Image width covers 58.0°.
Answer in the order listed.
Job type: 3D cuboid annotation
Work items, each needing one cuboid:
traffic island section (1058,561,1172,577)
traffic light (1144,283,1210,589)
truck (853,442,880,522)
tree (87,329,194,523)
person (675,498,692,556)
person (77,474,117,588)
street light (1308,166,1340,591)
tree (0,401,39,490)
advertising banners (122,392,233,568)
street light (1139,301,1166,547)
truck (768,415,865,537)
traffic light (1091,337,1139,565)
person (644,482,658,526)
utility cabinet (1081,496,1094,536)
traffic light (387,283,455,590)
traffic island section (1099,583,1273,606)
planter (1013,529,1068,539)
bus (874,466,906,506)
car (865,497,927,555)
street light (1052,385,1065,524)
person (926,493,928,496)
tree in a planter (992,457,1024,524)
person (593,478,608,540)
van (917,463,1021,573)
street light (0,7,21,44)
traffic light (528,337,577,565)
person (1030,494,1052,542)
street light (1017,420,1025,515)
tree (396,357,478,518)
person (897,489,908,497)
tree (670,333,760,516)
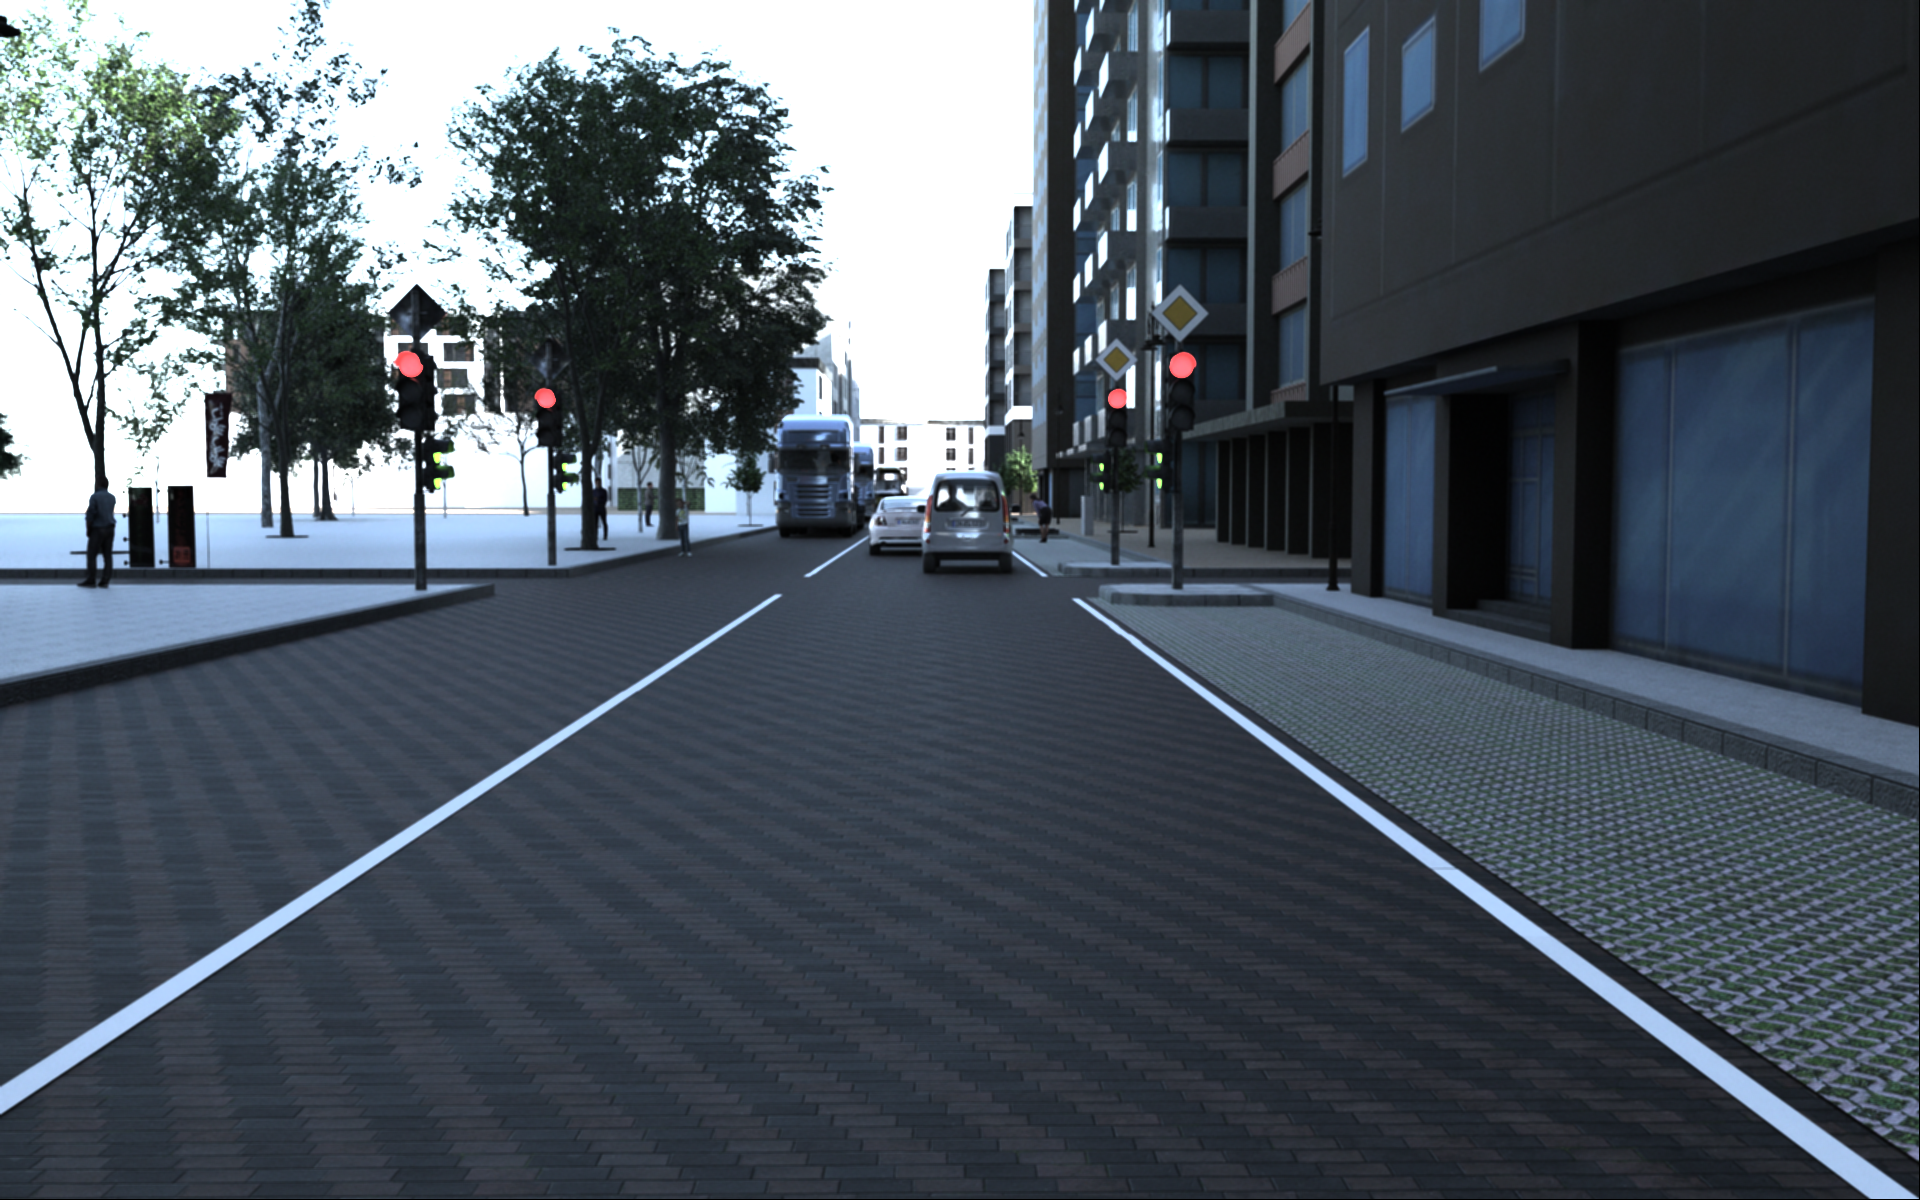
[{"bbox_3d":[2.831,-0.555,31.362,2.009,0.180,2.903,0,4,-1],"label":"traffic island section"},{"bbox_3d":[2.914,-2.100,23.263,0.839,4.253,0.868,0,4,-1],"label":"traffic light"},{"bbox_3d":[-5.892,-6.493,95.911,2.967,4.110,18.799,0,4,-2],"label":"truck"},{"bbox_3d":[-35.703,-7.703,76.314,4.737,8.622,4.395,0,3,0],"label":"tree"},{"bbox_3d":[-6.368,-1.684,39.936,0.435,1.345,0.340,1,4,9],"label":"person"},{"bbox_3d":[-11.789,-0.945,23.704,0.499,1.552,0.429,-3,5,-41],"label":"person"},{"bbox_3d":[4.965,-3.064,22.885,0.468,5.910,1.993,0,4,-1],"label":"street light"},{"bbox_3d":[-49.795,-7.177,80.252,11.467,7.101,20.602,-2,4,-23],"label":"tree"},{"bbox_3d":[-13.540,-2.069,30.011,2.074,3.025,0.090,0,4,8],"label":"advertising banners"},{"bbox_3d":[4.625,-4.213,41.664,0.468,5.910,1.993,0,4,-1],"label":"street light"},{"bbox_3d":[-5.002,-4.584,64.710,2.967,4.110,18.799,0,4,-2],"label":"truck"},{"bbox_3d":[2.791,-2.589,31.247,0.839,4.253,0.868,0,4,-1],"label":"traffic light"},{"bbox_3d":[-12.246,-3.831,69.207,0.750,1.759,0.617,-1,4,-16],"label":"person"},{"bbox_3d":[3.973,-2.616,53.938,0.306,1.237,1.020,0,4,-2],"label":"utility cabinet"},{"bbox_3d":[-7.206,-2.090,23.092,0.839,4.253,0.868,0,4,-1],"label":"traffic light"},{"bbox_3d":[2.954,-0.067,23.377,2.009,0.180,2.903,0,4,-1],"label":"traffic island section"},{"bbox_3d":[2.450,-2.133,56.017,1.991,0.319,1.994,0,4,-1],"label":"planter"},{"bbox_3d":[-6.308,-10.009,155.188,2.896,3.916,12.252,0,4,0],"label":"bus"},{"bbox_3d":[-1.287,-1.826,42.221,2.083,1.381,4.827,0,4,-3],"label":"car"},{"bbox_3d":[4.179,-6.163,73.551,0.468,5.910,1.993,0,4,-1],"label":"street light"},{"bbox_3d":[-3.054,-10.190,175.906,0.742,1.727,0.445,-1,4,-23],"label":"person"},{"bbox_3d":[2.041,-5.238,82.868,1.991,3.239,1.994,0,4,-1],"label":"tree in a planter"},{"bbox_3d":[-10.123,-2.548,48.416,0.576,1.737,0.504,0,4,6],"label":"person"},{"bbox_3d":[0.160,-1.582,32.870,2.013,2.044,4.112,0,4,1],"label":"van"},{"bbox_3d":[-7.392,-2.433,12.572,0.468,5.910,1.993,0,4,-1],"label":"street light"},{"bbox_3d":[-7.329,-2.578,31.076,0.839,4.253,0.868,0,4,-1],"label":"traffic light"},{"bbox_3d":[2.367,-2.401,50.992,0.697,1.427,0.421,2,4,32],"label":"person"},{"bbox_3d":[3.724,-8.149,106.028,0.468,5.910,1.993,0,4,-1],"label":"street light"},{"bbox_3d":[-27.844,-8.706,92.699,4.360,8.622,3.978,0,3,0],"label":"tree"},{"bbox_3d":[-4.400,-7.657,133.711,1.348,1.821,0.705,-1,4,-22],"label":"person"},{"bbox_3d":[-11.785,-7.626,75.041,4.360,8.622,3.978,0,3,0],"label":"tree"}]
